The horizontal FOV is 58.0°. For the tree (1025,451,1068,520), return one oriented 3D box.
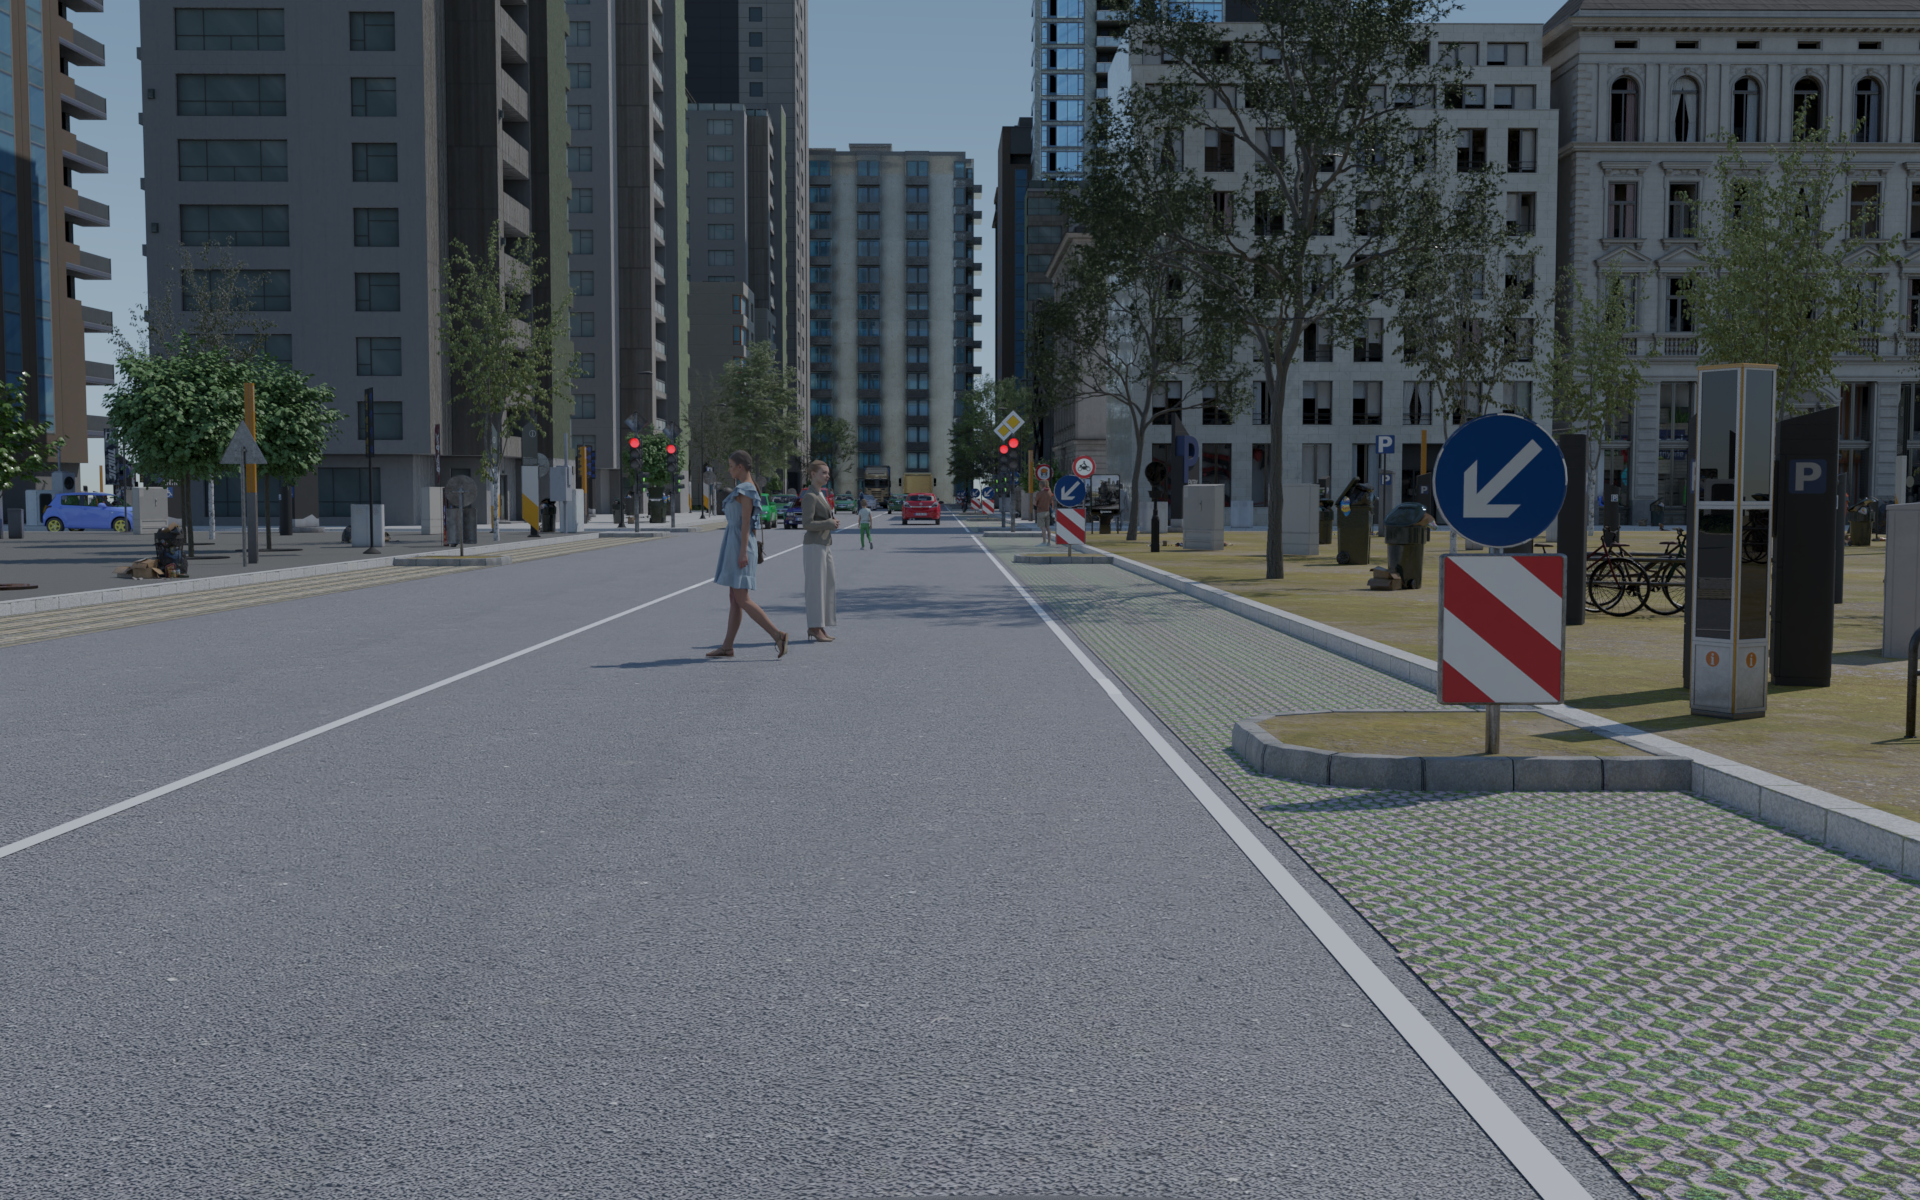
[{"bbox_3d":[3.968,-5.055,77.256,1.663,3.219,1.824,0,3,0],"label":"tree"}]

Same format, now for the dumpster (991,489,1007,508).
[{"bbox_3d":[2.919,-7.567,129.478,1.264,1.857,1.865,0,4,-1],"label":"dumpster"}]

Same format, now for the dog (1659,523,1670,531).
[{"bbox_3d":[25.006,-2.533,61.601,0.550,0.427,0.748,1,4,14],"label":"dog"}]

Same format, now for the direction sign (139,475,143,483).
[{"bbox_3d":[-55.989,-7.769,119.018,0.876,3.537,0.379,1,4,15],"label":"direction sign"}]

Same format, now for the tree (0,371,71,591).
[{"bbox_3d":[-12.911,-1.759,23.361,1.663,3.219,1.824,0,3,0],"label":"tree"}]

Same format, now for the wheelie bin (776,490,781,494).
[{"bbox_3d":[-14.248,-7.752,134.650,0.980,1.594,0.693,0,4,-5],"label":"wheelie bin"}]

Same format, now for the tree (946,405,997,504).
[{"bbox_3d":[1.920,-18.373,218.517,7.486,12.596,7.792,0,3,0],"label":"tree"}]

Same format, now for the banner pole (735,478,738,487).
[{"bbox_3d":[-14.008,-7.247,108.506,0.401,3.779,0.863,0,4,5],"label":"banner pole"}]

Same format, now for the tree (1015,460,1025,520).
[{"bbox_3d":[3.500,-5.491,84.383,1.663,3.219,1.824,0,3,0],"label":"tree"}]

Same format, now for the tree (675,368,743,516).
[{"bbox_3d":[-14.435,-9.190,100.613,4.360,8.622,3.978,0,3,0],"label":"tree"}]

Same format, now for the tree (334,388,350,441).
[{"bbox_3d":[-15.564,-3.388,39.102,4.285,4.588,4.351,0,3,0],"label":"tree"}]

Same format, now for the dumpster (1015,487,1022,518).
[{"bbox_3d":[3.488,-5.248,91.555,1.264,1.857,1.865,0,4,-1],"label":"dumpster"}]

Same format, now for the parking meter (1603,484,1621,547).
[{"bbox_3d":[15.775,-2.049,41.913,0.372,1.533,0.369,0,3,0],"label":"parking meter"}]

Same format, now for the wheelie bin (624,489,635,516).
[{"bbox_3d":[-19.521,-5.788,102.549,0.693,1.594,0.980,-1,4,-17],"label":"wheelie bin"}]

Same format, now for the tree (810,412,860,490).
[{"bbox_3d":[-16.155,-17.905,218.497,9.928,11.665,9.643,0,3,0],"label":"tree"}]

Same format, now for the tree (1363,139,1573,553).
[{"bbox_3d":[10.304,-5.223,35.757,4.360,8.622,3.978,0,3,0],"label":"tree"}]

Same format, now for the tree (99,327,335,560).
[{"bbox_3d":[-15.310,-3.100,34.397,4.285,4.588,4.351,0,3,0],"label":"tree"}]

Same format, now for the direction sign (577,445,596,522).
[{"bbox_3d":[-17.241,-5.355,79.547,0.379,3.537,0.876,2,4,32],"label":"direction sign"}]

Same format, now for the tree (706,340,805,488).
[{"bbox_3d":[-14.997,-12.809,127.547,7.486,12.596,7.792,0,3,0],"label":"tree"}]

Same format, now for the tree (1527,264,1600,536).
[{"bbox_3d":[19.438,-6.288,53.165,4.737,8.622,4.395,0,3,0],"label":"tree"}]

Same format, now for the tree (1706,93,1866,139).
[{"bbox_3d":[15.634,-5.056,33.025,4.737,8.622,4.395,0,3,0],"label":"tree"}]

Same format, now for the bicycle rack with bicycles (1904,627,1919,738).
[{"bbox_3d":[6.200,0.313,8.273,2.925,0.926,2.852,-1,4,-9],"label":"bicycle rack with bicycles"}]

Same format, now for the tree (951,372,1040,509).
[{"bbox_3d":[3.127,-13.522,146.837,9.928,11.665,9.643,0,3,0],"label":"tree"}]

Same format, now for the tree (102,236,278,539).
[{"bbox_3d":[-21.407,-6.019,48.778,4.360,8.622,3.978,0,3,0],"label":"tree"}]

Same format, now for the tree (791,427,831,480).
[{"bbox_3d":[-16.267,-14.556,188.348,4.360,8.622,3.978,0,3,0],"label":"tree"}]

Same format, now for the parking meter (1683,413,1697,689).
[{"bbox_3d":[4.912,-0.341,11.291,0.255,1.863,0.399,0,4,6],"label":"parking meter"}]

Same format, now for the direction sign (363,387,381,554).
[{"bbox_3d":[-12.646,-2.761,37.146,0.379,3.537,0.876,-2,4,-28],"label":"direction sign"}]

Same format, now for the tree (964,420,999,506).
[{"bbox_3d":[2.247,-14.135,181.469,4.360,8.622,3.978,0,3,0],"label":"tree"}]

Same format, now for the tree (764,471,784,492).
[{"bbox_3d":[-15.050,-8.892,139.979,1.663,3.219,1.824,0,3,0],"label":"tree"}]

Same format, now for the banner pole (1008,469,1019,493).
[{"bbox_3d":[2.898,-6.762,100.575,0.401,3.779,0.863,2,4,25],"label":"banner pole"}]

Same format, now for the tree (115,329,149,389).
[{"bbox_3d":[-35.911,-7.817,78.166,4.737,8.622,4.395,0,3,0],"label":"tree"}]

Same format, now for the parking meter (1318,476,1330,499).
[{"bbox_3d":[11.749,-3.073,55.948,0.255,1.863,0.399,2,4,35],"label":"parking meter"}]

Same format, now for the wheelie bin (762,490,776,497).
[{"bbox_3d":[-13.912,-7.111,124.174,0.693,1.594,0.980,1,4,21],"label":"wheelie bin"}]

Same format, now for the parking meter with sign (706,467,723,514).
[{"bbox_3d":[-15.613,-7.054,111.590,0.543,3.016,1.738,2,4,26],"label":"parking meter with sign"}]

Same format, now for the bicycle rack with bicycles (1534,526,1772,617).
[{"bbox_3d":[7.450,-0.332,18.815,2.925,0.926,2.852,2,4,27],"label":"bicycle rack with bicycles"}]

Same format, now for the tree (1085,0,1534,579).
[{"bbox_3d":[4.513,-5.586,25.743,7.601,10.594,8.767,-3,5,-44],"label":"tree"}]

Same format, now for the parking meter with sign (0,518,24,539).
[{"bbox_3d":[-27.751,-3.252,49.435,1.738,3.016,0.543,-1,4,-18],"label":"parking meter with sign"}]

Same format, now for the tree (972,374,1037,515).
[{"bbox_3d":[3.050,-9.576,106.922,4.737,8.622,4.395,0,3,0],"label":"tree"}]

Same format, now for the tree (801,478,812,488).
[{"bbox_3d":[-15.271,-11.016,174.712,1.663,3.219,1.824,0,3,0],"label":"tree"}]

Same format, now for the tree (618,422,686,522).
[{"bbox_3d":[-13.976,-5.828,79.004,4.285,4.588,4.351,0,3,0],"label":"tree"}]

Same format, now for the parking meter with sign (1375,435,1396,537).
[{"bbox_3d":[12.851,-3.409,52.002,0.543,3.016,1.738,1,4,21],"label":"parking meter with sign"}]

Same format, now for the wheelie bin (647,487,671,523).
[{"bbox_3d":[-13.275,-4.167,76.041,0.980,1.594,0.693,1,4,11],"label":"wheelie bin"}]

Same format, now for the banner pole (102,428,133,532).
[{"bbox_3d":[-28.243,-4.161,58.052,0.863,3.779,0.401,0,4,-7],"label":"banner pole"}]

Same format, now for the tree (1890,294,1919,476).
[{"bbox_3d":[25.410,-5.648,42.708,4.360,8.622,3.978,0,3,0],"label":"tree"}]

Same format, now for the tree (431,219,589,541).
[{"bbox_3d":[-12.595,-5.944,47.542,4.737,8.622,4.395,0,3,0],"label":"tree"}]
